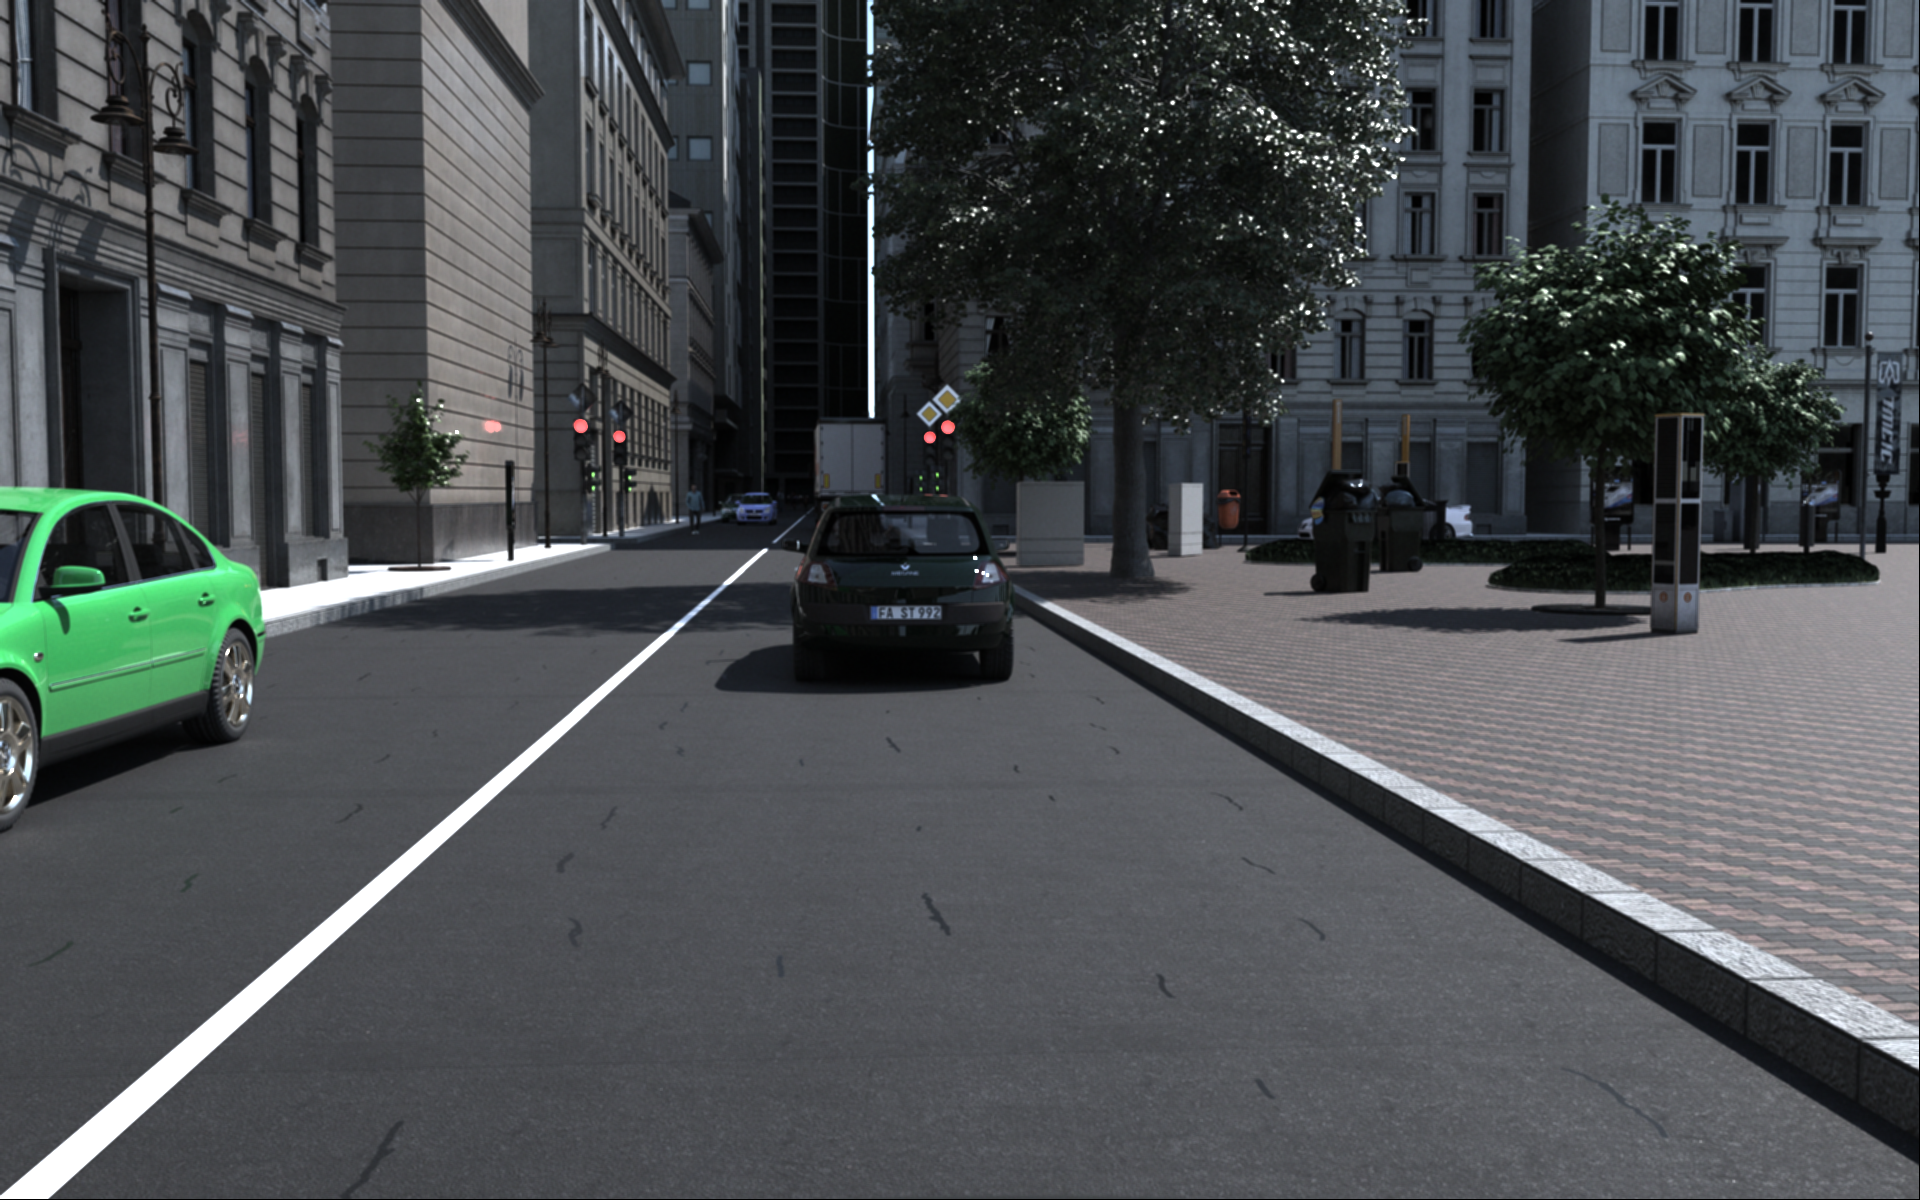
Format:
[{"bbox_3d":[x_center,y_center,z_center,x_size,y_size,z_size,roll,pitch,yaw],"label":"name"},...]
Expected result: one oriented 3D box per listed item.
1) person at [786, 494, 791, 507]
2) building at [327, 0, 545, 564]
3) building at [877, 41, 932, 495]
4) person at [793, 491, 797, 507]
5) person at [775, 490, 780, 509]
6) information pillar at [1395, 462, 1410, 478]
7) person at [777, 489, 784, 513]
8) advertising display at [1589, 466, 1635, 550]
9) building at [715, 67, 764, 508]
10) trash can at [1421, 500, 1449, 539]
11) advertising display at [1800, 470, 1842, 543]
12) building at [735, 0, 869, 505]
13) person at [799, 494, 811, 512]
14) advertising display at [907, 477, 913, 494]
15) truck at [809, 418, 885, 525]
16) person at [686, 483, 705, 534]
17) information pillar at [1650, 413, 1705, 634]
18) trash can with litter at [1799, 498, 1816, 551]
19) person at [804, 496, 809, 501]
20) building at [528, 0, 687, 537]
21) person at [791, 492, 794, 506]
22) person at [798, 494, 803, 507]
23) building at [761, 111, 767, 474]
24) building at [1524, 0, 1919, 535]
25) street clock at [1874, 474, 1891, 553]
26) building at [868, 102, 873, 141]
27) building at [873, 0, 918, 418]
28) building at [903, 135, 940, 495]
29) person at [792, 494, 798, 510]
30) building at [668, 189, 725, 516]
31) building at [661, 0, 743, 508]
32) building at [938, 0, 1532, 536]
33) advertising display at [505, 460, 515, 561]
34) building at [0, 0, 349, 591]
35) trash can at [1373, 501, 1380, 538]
[{"bbox_3d":[-19.363,-11.257,195.735,0.799,1.438,0.628,1,4,17],"label":"person"},{"bbox_3d":[-22.146,-14.584,35.719,25.104,27.353,12.463,0,4,-4],"label":"building"},{"bbox_3d":[0.626,-20.488,112.469,11.434,29.767,29.804,0,4,-4],"label":"building"},{"bbox_3d":[-18.288,-11.237,192.191,0.705,1.831,1.348,-1,4,-22],"label":"person"},{"bbox_3d":[-17.622,-9.741,167.628,0.599,1.838,0.709,2,4,32],"label":"person"},{"bbox_3d":[10.050,-2.134,39.389,0.304,2.012,0.304,1,4,17],"label":"information pillar"},{"bbox_3d":[-13.729,-7.583,132.559,0.705,1.814,1.350,-2,4,-24],"label":"person"},{"bbox_3d":[14.866,-2.097,39.502,0.974,1.923,0.123,0,4,0],"label":"advertising display"},{"bbox_3d":[-25.639,-29.182,160.715,14.154,41.232,14.086,0,4,-4],"label":"building"},{"bbox_3d":[10.853,-1.723,39.826,0.748,1.137,0.748,0,3,0],"label":"trash can"},{"bbox_3d":[22.854,-2.495,46.011,0.974,1.923,0.123,3,5,44],"label":"advertising display"},{"bbox_3d":[-21.834,-47.709,218.286,20.611,71.187,20.563,0,4,-4],"label":"building"},{"bbox_3d":[-12.433,-7.818,139.580,1.065,1.426,0.557,1,4,21],"label":"person"},{"bbox_3d":[-1.874,-3.647,64.850,0.123,1.923,0.974,-1,4,-9],"label":"advertising display"},{"bbox_3d":[-4.541,-4.906,69.130,2.839,4.237,11.283,0,4,-6],"label":"truck"},{"bbox_3d":[-9.518,-3.282,62.175,0.660,1.820,0.620,-2,4,-25],"label":"person"},{"bbox_3d":[6.604,-0.701,15.954,0.304,2.012,0.304,-2,4,-25],"label":"information pillar"},{"bbox_3d":[15.527,-1.248,31.457,1.678,1.210,2.233,2,4,29],"label":"trash can with litter"},{"bbox_3d":[-17.563,-11.365,197.501,0.628,1.438,0.799,-2,4,-24],"label":"person"},{"bbox_3d":[-19.596,-14.194,65.364,16.112,22.955,30.059,0,4,-4],"label":"building"},{"bbox_3d":[-19.669,-11.840,203.006,0.541,1.710,0.530,-3,4,-38],"label":"person"},{"bbox_3d":[-17.198,-10.683,186.348,0.628,1.438,0.799,0,4,-3],"label":"person"},{"bbox_3d":[-36.688,-34.826,189.021,30.456,49.044,23.786,0,4,-4],"label":"building"},{"bbox_3d":[40.047,-17.490,62.383,44.131,29.872,17.030,0,4,-4],"label":"building"},{"bbox_3d":[20.133,-2.033,37.815,0.358,2.002,0.471,1,4,22],"label":"street clock"},{"bbox_3d":[2.221,-38.925,225.669,27.495,52.752,28.713,0,4,-4],"label":"building"},{"bbox_3d":[-0.075,-27.996,141.326,14.154,41.232,14.086,0,4,-4],"label":"building"},{"bbox_3d":[4.633,-15.997,80.630,14.460,24.649,34.723,0,4,-4],"label":"building"},{"bbox_3d":[-15.202,-9.064,159.928,0.421,1.427,0.697,3,4,37],"label":"person"},{"bbox_3d":[-20.173,-15.294,100.970,10.553,20.767,40.483,0,4,-4],"label":"building"},{"bbox_3d":[-31.585,-33.583,138.318,28.713,52.752,27.495,0,4,-4],"label":"building"},{"bbox_3d":[8.414,-12.735,57.376,18.267,20.994,9.793,0,4,-4],"label":"building"},{"bbox_3d":[-8.706,-1.733,33.552,0.123,1.923,0.974,-1,4,-12],"label":"advertising display"},{"bbox_3d":[-13.383,-10.248,16.700,9.793,20.994,18.267,0,4,-4],"label":"building"},{"bbox_3d":[8.510,-1.515,36.416,0.748,1.137,0.748,0,3,0],"label":"trash can"}]
